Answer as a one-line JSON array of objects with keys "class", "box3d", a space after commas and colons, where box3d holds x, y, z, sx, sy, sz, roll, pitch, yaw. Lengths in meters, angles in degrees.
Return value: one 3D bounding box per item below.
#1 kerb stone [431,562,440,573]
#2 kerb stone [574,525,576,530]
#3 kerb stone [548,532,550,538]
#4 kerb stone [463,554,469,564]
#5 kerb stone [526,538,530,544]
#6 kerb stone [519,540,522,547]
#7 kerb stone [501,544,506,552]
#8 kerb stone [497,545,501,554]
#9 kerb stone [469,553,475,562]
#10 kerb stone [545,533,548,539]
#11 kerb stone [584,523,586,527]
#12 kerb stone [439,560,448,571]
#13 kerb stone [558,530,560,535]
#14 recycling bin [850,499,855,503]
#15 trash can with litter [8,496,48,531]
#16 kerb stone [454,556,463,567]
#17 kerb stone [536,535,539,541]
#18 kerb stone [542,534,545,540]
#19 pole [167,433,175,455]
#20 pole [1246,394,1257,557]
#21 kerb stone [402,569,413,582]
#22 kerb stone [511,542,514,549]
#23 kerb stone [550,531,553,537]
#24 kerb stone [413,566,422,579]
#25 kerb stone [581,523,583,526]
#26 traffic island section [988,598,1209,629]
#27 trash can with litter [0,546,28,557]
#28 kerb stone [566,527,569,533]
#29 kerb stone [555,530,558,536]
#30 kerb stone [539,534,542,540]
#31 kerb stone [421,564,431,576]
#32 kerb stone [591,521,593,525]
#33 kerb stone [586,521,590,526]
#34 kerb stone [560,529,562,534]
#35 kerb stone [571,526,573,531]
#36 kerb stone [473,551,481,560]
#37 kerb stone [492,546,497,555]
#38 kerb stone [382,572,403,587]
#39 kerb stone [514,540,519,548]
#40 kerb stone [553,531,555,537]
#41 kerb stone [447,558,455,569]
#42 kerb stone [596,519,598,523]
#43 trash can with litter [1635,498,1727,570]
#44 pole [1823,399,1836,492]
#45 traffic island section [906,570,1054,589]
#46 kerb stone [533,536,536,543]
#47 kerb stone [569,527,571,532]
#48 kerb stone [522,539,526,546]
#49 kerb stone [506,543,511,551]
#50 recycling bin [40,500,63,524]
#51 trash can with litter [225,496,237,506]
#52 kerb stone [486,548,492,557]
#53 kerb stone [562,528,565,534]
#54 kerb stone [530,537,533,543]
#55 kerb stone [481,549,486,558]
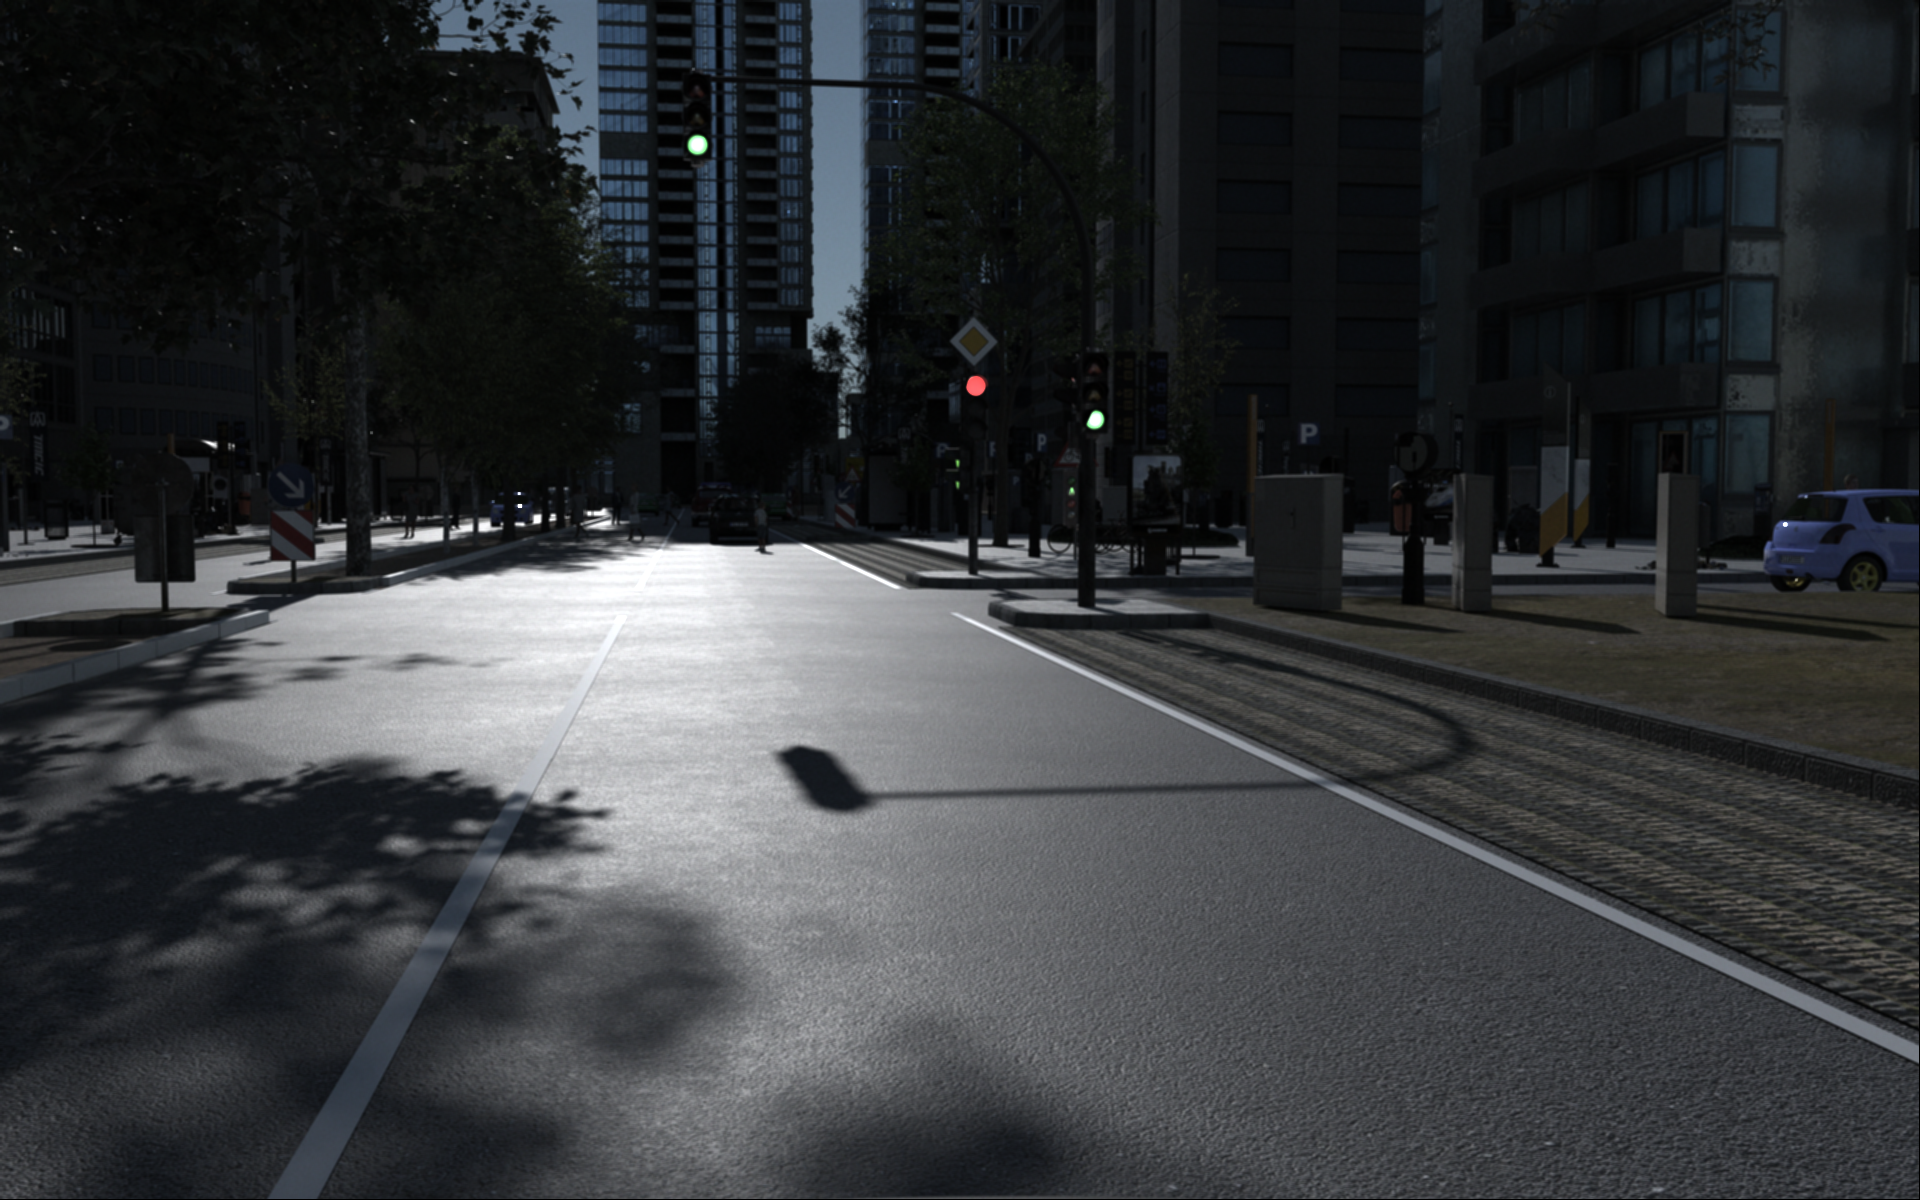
[{"class": "kerb stone", "box3d": [-9.600, -0.560, 31.356, 0.120, 0.150, 1.000, -1, 4, -9]}, {"class": "kerb stone", "box3d": [-15.234, -2.791, 67.845, 0.120, 0.150, 1.000, -1, 4, -9]}, {"class": "kerb stone", "box3d": [-13.353, -2.047, 55.657, 0.120, 0.150, 1.000, -1, 4, -9]}, {"class": "kerb stone", "box3d": [-10.221, -0.808, 35.408, 0.120, 0.150, 1.000, -1, 4, -9]}, {"class": "kerb stone", "box3d": [-12.252, -1.612, 48.568, 0.120, 0.150, 1.000, -1, 4, -9]}, {"class": "kerb stone", "box3d": [-11.942, -1.489, 46.536, 0.120, 0.150, 1.000, -1, 4, -9]}, {"class": "kerb stone", "box3d": [-11.318, -1.241, 42.493, 0.120, 0.150, 1.000, -1, 4, -9]}, {"class": "kerb stone", "box3d": [-11.160, -1.179, 41.476, 0.120, 0.150, 1.000, -1, 4, -9]}, {"class": "kerb stone", "box3d": [-10.378, -0.861, 36.419, 0.120, 0.150, 1.000, -1, 4, -9]}, {"class": "kerb stone", "box3d": [-13.193, -1.983, 54.639, 0.120, 0.150, 1.000, -1, 4, -9]}, {"class": "kerb stone", "box3d": [-16.175, -3.164, 73.935, 0.120, 0.150, 1.000, -1, 4, -9]}, {"class": "kerb stone", "box3d": [-9.756, -0.622, 32.370, 0.120, 0.150, 1.000, -1, 4, -9]}, {"class": "kerb stone", "box3d": [-13.983, -2.293, 59.719, 0.120, 0.150, 1.000, -1, 4, -9]}, {"class": "recycling bin", "box3d": [-5.983, -5.245, 98.309, 0.722, 1.027, 0.722, 1, 4, 15]}, {"class": "trash can with litter", "box3d": [-33.091, -3.051, 60.934, 2.233, 1.210, 1.678, 1, 4, 16]}, {"class": "kerb stone", "box3d": [-10.058, -0.746, 34.398, 0.120, 0.150, 1.000, -1, 4, -9]}, {"class": "kerb stone", "box3d": [-12.718, -1.798, 51.599, 0.120, 0.150, 1.000, -1, 4, -9]}, {"class": "kerb stone", "box3d": [-13.038, -1.921, 53.629, 0.120, 0.150, 1.000, -1, 4, -9]}, {"class": "pole", "box3d": [-26.389, -3.925, 58.016, 0.158, 3.312, 0.155, 0, 3, 0]}, {"class": "pole", "box3d": [5.980, -2.549, 35.511, 0.158, 3.312, 0.155, 0, 3, 0]}, {"class": "kerb stone", "box3d": [-9.121, -0.373, 28.298, 0.120, 0.150, 1.000, -1, 4, -9]}, {"class": "kerb stone", "box3d": [-11.632, -1.363, 44.513, 0.120, 0.150, 1.000, -1, 4, -9]}, {"class": "kerb stone", "box3d": [-13.518, -2.106, 56.677, 0.120, 0.150, 1.000, -1, 4, -9]}, {"class": "kerb stone", "box3d": [-9.285, -0.434, 29.313, 0.120, 0.150, 1.000, -1, 4, -9]}, {"class": "kerb stone", "box3d": [-15.861, -3.041, 71.912, 0.120, 0.150, 1.000, -1, 4, -9]}, {"class": "traffic island section", "box3d": [1.453, 0.154, 19.756, 2.009, 0.180, 2.903, -1, 4, -9]}, {"class": "trash can with litter", "box3d": [-20.447, -1.496, 35.524, 2.233, 1.210, 1.678, 1, 4, 22]}, {"class": "kerb stone", "box3d": [-14.602, -2.544, 63.786, 0.120, 0.150, 1.000, -1, 4, -9]}, {"class": "kerb stone", "box3d": [-13.823, -2.231, 58.707, 0.120, 0.150, 1.000, -1, 4, -9]}, {"class": "kerb stone", "box3d": [-12.882, -1.856, 52.612, 0.120, 0.150, 1.000, -1, 4, -9]}, {"class": "kerb stone", "box3d": [-9.440, -0.498, 30.334, 0.120, 0.150, 1.000, -1, 4, -9]}, {"class": "kerb stone", "box3d": [-16.961, -3.472, 79.004, 0.120, 0.150, 1.000, -1, 4, -9]}, {"class": "kerb stone", "box3d": [-16.648, -3.350, 76.970, 0.120, 0.150, 1.000, -1, 4, -9]}, {"class": "kerb stone", "box3d": [-14.137, -2.357, 60.740, 0.120, 0.150, 1.000, -1, 4, -9]}, {"class": "kerb stone", "box3d": [-14.915, -2.668, 65.811, 0.120, 0.150, 1.000, -1, 4, -9]}, {"class": "kerb stone", "box3d": [-10.536, -0.932, 37.428, 0.120, 0.150, 1.000, -1, 4, -9]}, {"class": "kerb stone", "box3d": [-11.002, -1.117, 40.460, 0.120, 0.150, 1.000, -1, 4, -9]}, {"class": "kerb stone", "box3d": [-8.966, -0.311, 27.288, 0.120, 0.150, 1.000, -1, 4, -9]}, {"class": "kerb stone", "box3d": [-11.783, -1.427, 45.524, 0.120, 0.150, 1.000, -1, 4, -9]}, {"class": "kerb stone", "box3d": [-13.668, -2.171, 57.693, 0.120, 0.150, 1.000, -1, 4, -9]}, {"class": "kerb stone", "box3d": [-9.907, -0.684, 33.384, 0.120, 0.150, 1.000, -1, 4, -9]}, {"class": "kerb stone", "box3d": [-17.581, -3.723, 83.065, 0.120, 0.150, 1.000, -1, 4, -9]}, {"class": "trash can with litter", "box3d": [12.421, -1.155, 29.946, 2.233, 1.210, 1.678, -2, 4, -28]}, {"class": "pole", "box3d": [18.677, -2.654, 37.236, 0.158, 3.312, 0.155, 0, 3, 0]}, {"class": "traffic island section", "box3d": [0.234, -0.328, 27.648, 2.009, 0.180, 2.903, -1, 4, -9]}, {"class": "kerb stone", "box3d": [-12.575, -1.736, 50.587, 0.120, 0.150, 1.000, -1, 4, -9]}, {"class": "kerb stone", "box3d": [-14.763, -2.606, 64.796, 0.120, 0.150, 1.000, -1, 4, -9]}, {"class": "kerb stone", "box3d": [-12.097, -1.551, 47.548, 0.120, 0.150, 1.000, -1, 4, -9]}, {"class": "kerb stone", "box3d": [-11.467, -1.302, 43.504, 0.120, 0.150, 1.000, -1, 4, -9]}, {"class": "recycling bin", "box3d": [-39.046, -3.785, 74.434, 0.722, 1.027, 0.722, -3, 5, -44]}, {"class": "trash can with litter", "box3d": [-40.189, -5.110, 94.940, 0.624, 1.170, 1.055, 3, 4, 36]}, {"class": "kerb stone", "box3d": [-10.846, -1.055, 39.449, 0.120, 0.150, 1.000, -1, 4, -9]}, {"class": "kerb stone", "box3d": [-14.288, -2.413, 61.751, 0.120, 0.150, 1.000, -1, 4, -9]}, {"class": "kerb stone", "box3d": [-12.413, -1.675, 49.577, 0.120, 0.150, 1.000, -1, 4, -9]}, {"class": "kerb stone", "box3d": [-10.691, -0.993, 38.439, 0.120, 0.150, 1.000, -1, 4, -9]}]
